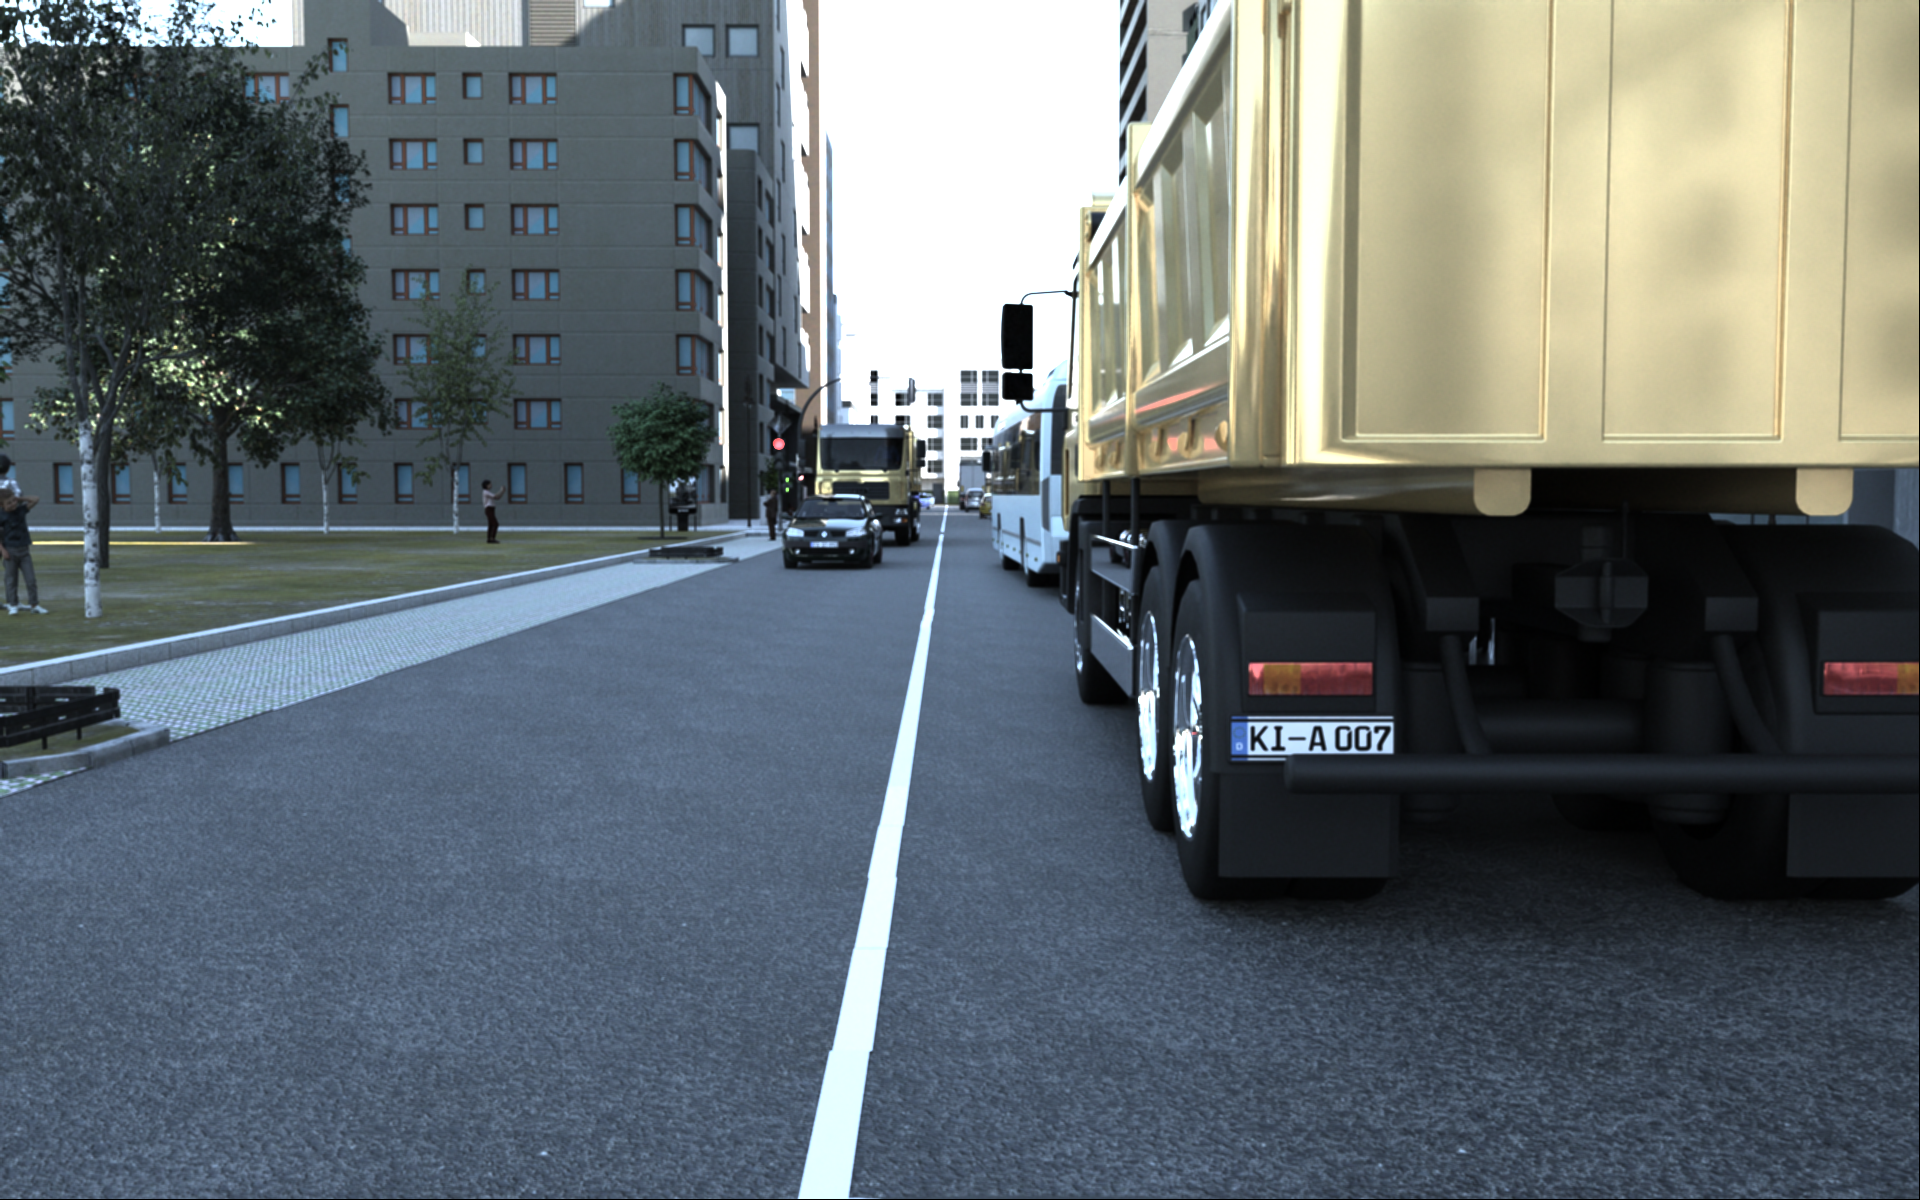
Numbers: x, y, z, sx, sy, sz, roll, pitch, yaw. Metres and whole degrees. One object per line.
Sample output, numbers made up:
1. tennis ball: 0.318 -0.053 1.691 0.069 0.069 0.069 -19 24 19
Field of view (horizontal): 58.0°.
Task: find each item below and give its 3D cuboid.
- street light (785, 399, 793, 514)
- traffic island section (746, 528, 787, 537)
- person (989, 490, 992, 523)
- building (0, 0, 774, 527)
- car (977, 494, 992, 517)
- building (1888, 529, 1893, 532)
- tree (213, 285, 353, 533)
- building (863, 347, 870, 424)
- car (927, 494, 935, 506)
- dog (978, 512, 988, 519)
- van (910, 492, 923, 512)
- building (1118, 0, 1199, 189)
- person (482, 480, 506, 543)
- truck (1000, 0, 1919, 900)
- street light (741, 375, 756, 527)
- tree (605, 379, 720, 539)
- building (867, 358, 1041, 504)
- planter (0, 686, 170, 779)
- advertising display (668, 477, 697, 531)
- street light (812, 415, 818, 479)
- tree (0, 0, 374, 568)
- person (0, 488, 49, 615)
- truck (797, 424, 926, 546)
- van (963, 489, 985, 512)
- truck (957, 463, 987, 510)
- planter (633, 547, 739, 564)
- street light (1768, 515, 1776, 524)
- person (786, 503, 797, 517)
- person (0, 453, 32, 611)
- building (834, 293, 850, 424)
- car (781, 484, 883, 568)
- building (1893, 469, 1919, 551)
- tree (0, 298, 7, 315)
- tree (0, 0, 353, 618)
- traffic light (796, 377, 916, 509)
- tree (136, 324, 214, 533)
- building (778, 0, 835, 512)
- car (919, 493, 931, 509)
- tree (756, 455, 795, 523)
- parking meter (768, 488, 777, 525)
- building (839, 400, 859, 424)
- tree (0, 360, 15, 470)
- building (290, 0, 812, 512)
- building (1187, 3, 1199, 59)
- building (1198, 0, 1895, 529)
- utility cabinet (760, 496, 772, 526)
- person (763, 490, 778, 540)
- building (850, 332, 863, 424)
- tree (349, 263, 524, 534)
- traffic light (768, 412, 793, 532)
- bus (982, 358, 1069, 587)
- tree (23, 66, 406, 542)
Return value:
1. street light: -8.393 -6.818 84.259 0.468 5.910 1.993 0 4 0
2. traffic island section: -6.170 -2.260 59.236 2.009 0.180 2.903 0 4 0
3. person: 1.067 -2.253 46.804 0.566 1.644 0.517 -1 4 -15
4. building: -24.058 -14.466 81.565 27.650 21.520 28.899 0 4 0
5. car: 2.022 -5.694 103.321 2.015 1.641 3.980 0 4 1
6. building: 26.683 -27.743 42.842 28.713 52.752 27.495 0 4 0
7. tree: -20.681 -6.467 56.101 4.737 8.622 4.395 0 3 0
8. building: -18.402 -21.028 200.222 16.016 20.091 11.380 0 4 0
9. car: -4.008 -12.016 208.458 2.014 1.417 4.499 0 4 -1
10. dog: 1.317 -4.872 99.852 0.550 0.427 0.748 0 4 0
11. van: -4.108 -8.169 137.954 2.240 2.365 5.245 0 4 -2
12. building: 23.590 -31.028 131.002 21.300 48.544 21.600 0 4 0
13. person: -12.192 -2.313 45.321 0.566 1.644 0.517 2 4 32
14. truck: 2.046 -0.845 9.732 3.469 3.379 9.791 0 3 0
15. street light: -8.214 -5.782 67.317 0.468 5.910 1.993 0 4 0
16. tree: -8.499 -4.036 49.704 4.285 4.588 4.351 0 3 0
17. building: -1.726 -22.491 234.191 31.486 18.905 16.747 0 4 0
18. planter: -5.523 0.716 9.438 1.991 0.319 1.994 0 4 0
19. advertising display: -9.583 -3.340 59.830 0.974 1.923 0.123 -1 4 -13
20. street light: -8.425 -7.862 101.334 0.468 5.910 1.993 0 4 0
21. tree: -14.665 -5.813 29.451 7.601 10.594 8.767 3 5 42
22. person: -10.001 -0.519 18.436 0.340 1.345 0.435 3 4 37
23. truck: -2.582 -3.324 50.274 3.469 3.379 9.791 0 4 1
24. van: 1.255 -8.038 138.430 2.013 2.044 4.112 0 4 1
25. truck: 1.131 -10.446 159.708 2.839 4.237 11.283 0 4 0
26. planter: -5.701 -0.932 36.381 1.991 0.319 1.994 0 4 0
27. street light: 11.599 -3.170 24.616 0.468 5.910 1.993 0 4 0
28. person: -8.970 -4.732 91.701 0.859 0.850 0.655 0 4 1
29. person: -10.615 -0.757 19.142 0.841 1.734 0.376 1 4 18
30. building: -18.044 -17.846 148.197 16.016 20.091 11.380 0 4 0
31. car: -2.511 -1.521 34.656 2.009 1.686 4.222 0 4 1
32. building: 19.620 -15.352 22.714 14.160 30.474 14.107 0 4 0
33. tree: -33.101 -7.713 51.870 9.928 11.665 9.643 0 3 0
34. tree: -8.798 -4.122 17.759 4.360 8.622 3.978 0 3 0
35. traffic light: -4.089 -5.655 67.135 4.771 5.953 1.251 0 4 0
36. tree: -26.090 -6.502 56.669 4.737 8.622 4.395 0 3 0
37. building: -16.887 -29.375 130.393 14.600 45.320 14.200 0 4 0
38. car: -3.738 -9.427 163.718 1.945 1.707 3.694 0 4 1
39. tree: -8.324 -5.100 77.994 1.663 3.219 1.824 0 3 0
40. parking meter: -7.798 -3.882 71.888 0.372 1.533 0.369 0 3 0
41. building: -14.363 -13.867 168.869 9.099 9.664 28.070 0 4 0
42. tree: -8.624 -1.190 14.059 1.663 3.219 1.824 0 3 0
43. building: -23.850 -31.801 109.184 28.713 52.752 27.495 0 4 0
44. building: 20.467 -20.430 105.728 14.160 30.474 14.107 0 4 0
45. building: 26.067 -30.106 81.470 27.495 52.752 28.713 0 4 0
46. utility cabinet: -7.804 -3.595 69.942 0.306 1.237 1.020 1 4 10
47. person: -5.819 -2.597 53.231 0.388 1.546 0.482 1 4 17
48. building: -19.134 -20.297 188.280 16.016 20.091 11.380 0 4 0
49. tree: -16.312 -6.469 56.130 4.737 8.622 4.395 0 3 0
50. traffic light: -6.129 -4.292 59.101 0.839 4.253 0.868 0 4 0
51. bus: 2.124 -2.145 29.931 2.948 3.499 13.247 0 4 -2
52. tree: -20.006 -7.940 46.835 9.611 12.733 9.660 0 3 0
